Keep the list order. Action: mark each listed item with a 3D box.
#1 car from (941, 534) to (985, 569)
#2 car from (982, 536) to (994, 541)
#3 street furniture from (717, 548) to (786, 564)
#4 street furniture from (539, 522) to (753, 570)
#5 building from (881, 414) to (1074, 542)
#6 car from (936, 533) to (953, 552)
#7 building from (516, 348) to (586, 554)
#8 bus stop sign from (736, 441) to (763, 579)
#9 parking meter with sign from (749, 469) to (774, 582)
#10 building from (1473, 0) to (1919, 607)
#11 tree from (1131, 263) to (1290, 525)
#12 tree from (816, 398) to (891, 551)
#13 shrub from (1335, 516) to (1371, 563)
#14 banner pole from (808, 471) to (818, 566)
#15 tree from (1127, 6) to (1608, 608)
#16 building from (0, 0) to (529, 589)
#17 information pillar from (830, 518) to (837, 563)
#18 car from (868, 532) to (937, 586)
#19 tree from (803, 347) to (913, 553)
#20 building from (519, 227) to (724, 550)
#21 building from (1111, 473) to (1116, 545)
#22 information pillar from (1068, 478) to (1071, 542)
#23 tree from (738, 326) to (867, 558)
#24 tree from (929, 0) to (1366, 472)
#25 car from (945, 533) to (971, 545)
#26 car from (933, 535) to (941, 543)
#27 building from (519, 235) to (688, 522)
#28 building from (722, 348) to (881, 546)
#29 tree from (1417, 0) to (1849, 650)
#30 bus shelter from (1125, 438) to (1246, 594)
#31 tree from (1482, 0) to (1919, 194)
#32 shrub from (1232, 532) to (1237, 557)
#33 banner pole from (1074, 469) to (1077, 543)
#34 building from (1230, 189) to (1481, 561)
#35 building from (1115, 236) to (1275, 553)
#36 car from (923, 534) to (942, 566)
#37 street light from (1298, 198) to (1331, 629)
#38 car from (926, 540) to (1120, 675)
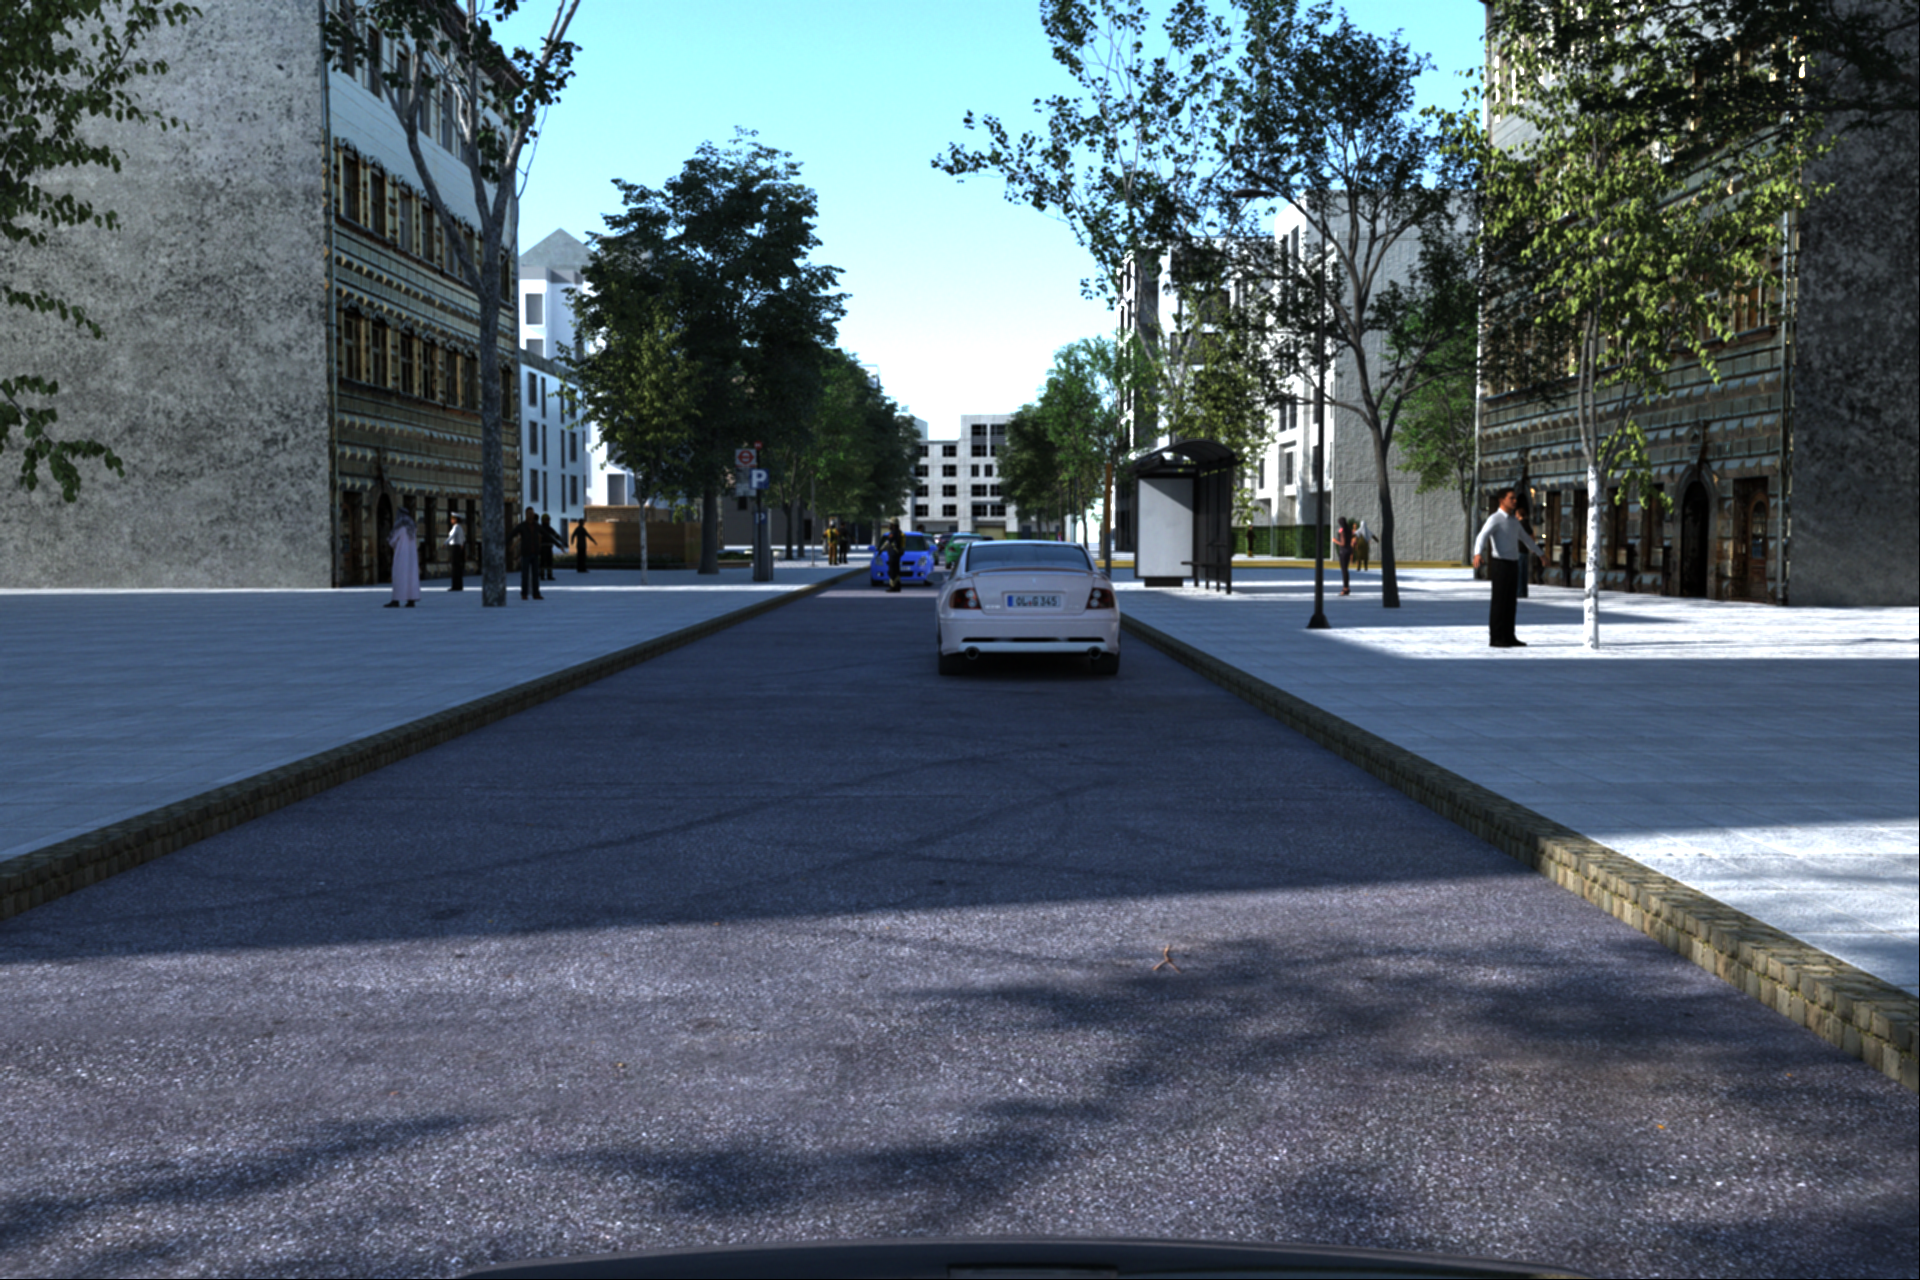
[{"bbox_3d":[0.290,-3.671,71.824,2.131,1.459,4.920,0,4,-1],"label":"car"},{"bbox_3d":[1.103,-4.815,91.300,1.945,1.354,3.894,0,4,-1],"label":"car"},{"bbox_3d":[-12.750,-3.816,78.013,10.072,0.657,5.734,1,4,22],"label":"street furniture"},{"bbox_3d":[-13.180,-3.598,65.682,9.812,1.723,11.010,1,4,23],"label":"street furniture"},{"bbox_3d":[1.165,-24.015,261.565,31.486,18.905,16.747,0,4,8],"label":"building"},{"bbox_3d":[-0.836,-8.034,140.389,2.155,1.783,4.494,0,3,0],"label":"car"},{"bbox_3d":[-24.371,-9.157,91.860,9.099,9.664,28.070,0,4,0],"label":"building"},{"bbox_3d":[-5.984,-3.725,49.599,0.855,3.939,0.416,0,4,-1],"label":"bus stop sign"},{"bbox_3d":[-5.342,-3.099,46.935,0.543,3.016,1.738,0,4,0],"label":"parking meter with sign"},{"bbox_3d":[23.737,-12.722,38.941,19.493,23.208,18.063,0,4,0],"label":"building"},{"bbox_3d":[6.909,-5.853,46.065,4.737,8.622,4.395,0,3,0],"label":"tree"},{"bbox_3d":[-8.985,-13.114,132.544,7.486,12.596,7.792,0,3,0],"label":"tree"},{"bbox_3d":[17.661,-4.516,77.877,1.661,2.075,1.752,0,3,0],"label":"shrub"},{"bbox_3d":[-5.873,-4.853,69.356,0.401,3.779,0.863,0,4,1],"label":"banner pole"},{"bbox_3d":[7.453,-5.865,30.301,8.767,10.594,7.601,-1,4,-19],"label":"tree"},{"bbox_3d":[-24.044,-13.343,49.082,19.493,23.208,18.063,0,4,0],"label":"building"},{"bbox_3d":[-5.698,-4.497,78.010,0.304,2.012,0.304,0,4,0],"label":"information pillar"},{"bbox_3d":[-1.591,-2.381,48.524,1.945,1.707,3.694,0,4,0],"label":"car"},{"bbox_3d":[-7.809,-12.883,117.291,9.857,13.997,8.962,0,3,0],"label":"tree"},{"bbox_3d":[-28.718,-18.515,133.640,19.493,23.208,18.063,0,4,-1],"label":"building"},{"bbox_3d":[23.294,-15.909,202.260,9.099,9.664,28.070,0,4,0],"label":"building"},{"bbox_3d":[4.600,-4.974,72.674,0.183,3.616,0.504,0,4,-1],"label":"information pillar"},{"bbox_3d":[-9.050,-10.735,93.636,7.486,12.596,7.792,0,3,0],"label":"tree"},{"bbox_3d":[5.759,-12.243,56.069,12.611,20.169,13.585,0,3,0],"label":"tree"},{"bbox_3d":[0.108,-5.303,96.296,1.945,1.707,3.694,0,3,0],"label":"car"},{"bbox_3d":[-1.717,-8.835,156.814,2.083,1.381,4.827,0,4,0],"label":"car"},{"bbox_3d":[-24.517,-15.574,111.052,16.016,20.090,11.380,0,3,0],"label":"building"},{"bbox_3d":[-23.866,-22.179,206.608,27.936,21.610,32.646,0,4,-1],"label":"building"},{"bbox_3d":[7.251,-4.194,18.940,4.737,8.622,4.395,0,3,0],"label":"tree"},{"bbox_3d":[5.012,-2.776,39.315,2.014,3.302,5.546,0,4,0],"label":"bus shelter"},{"bbox_3d":[6.572,-4.613,9.829,7.601,10.594,8.767,1,4,23],"label":"tree"},{"bbox_3d":[11.806,-4.547,78.761,1.690,2.028,1.600,0,3,0],"label":"shrub"},{"bbox_3d":[4.436,-4.671,66.387,0.401,3.779,0.863,0,4,-1],"label":"banner pole"},{"bbox_3d":[26.025,-14.133,97.526,16.747,18.905,31.486,0,4,0],"label":"building"},{"bbox_3d":[25.832,-17.821,135.354,27.936,21.610,32.646,0,4,0],"label":"building"},{"bbox_3d":[-1.886,-4.183,80.196,2.131,1.459,4.920,0,4,0],"label":"car"},{"bbox_3d":[5.428,-3.111,23.407,1.470,5.913,1.316,0,4,0],"label":"street light"},{"bbox_3d":[0.671,-0.405,18.980,2.083,1.381,4.827,0,4,-1],"label":"car"}]
